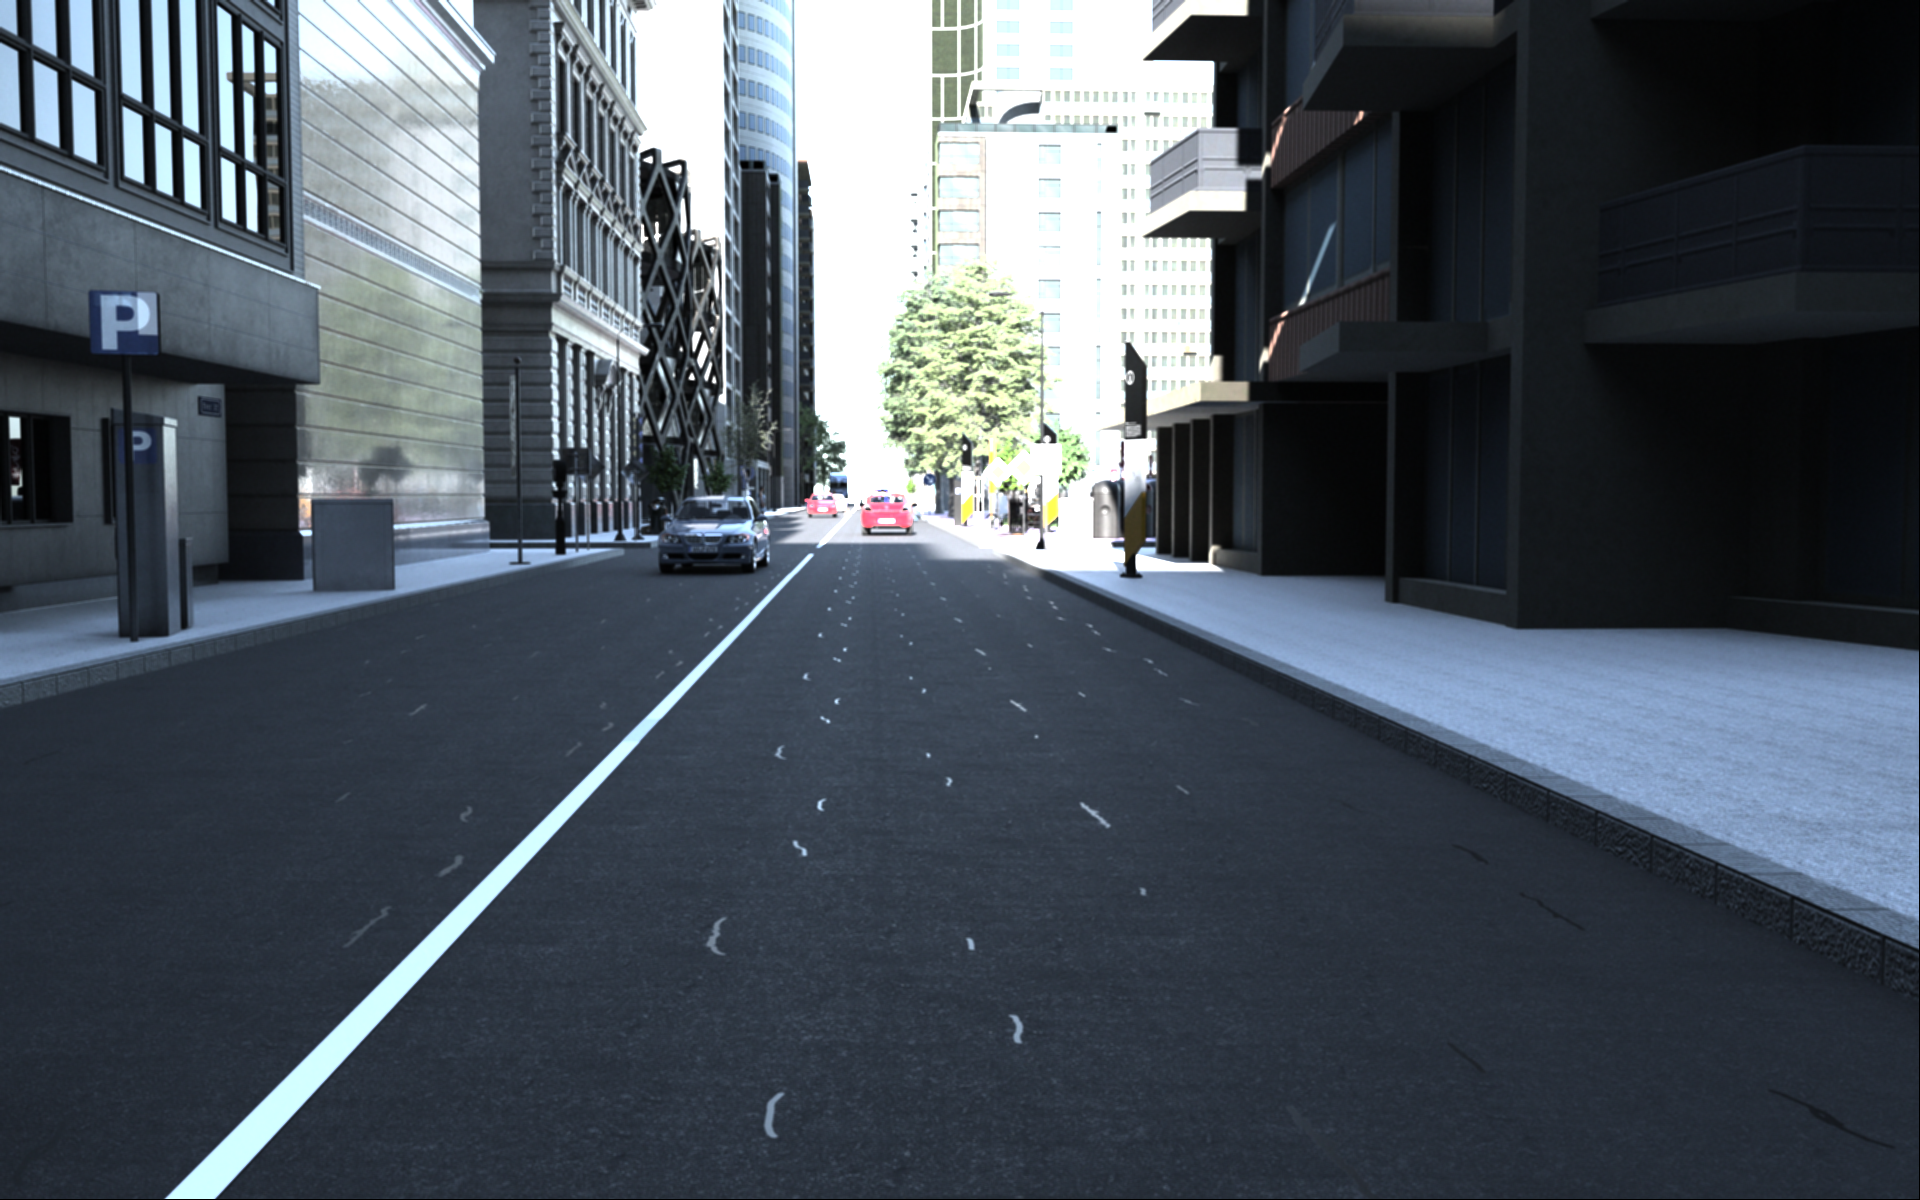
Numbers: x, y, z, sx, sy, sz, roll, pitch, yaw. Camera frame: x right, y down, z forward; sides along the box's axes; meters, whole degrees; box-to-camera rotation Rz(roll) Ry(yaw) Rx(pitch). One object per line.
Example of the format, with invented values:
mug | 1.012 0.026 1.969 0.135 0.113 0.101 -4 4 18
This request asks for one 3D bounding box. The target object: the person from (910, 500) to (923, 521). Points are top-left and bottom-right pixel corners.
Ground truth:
person | -2.457 -4.503 87.626 1.012 1.151 0.738 2 4 33

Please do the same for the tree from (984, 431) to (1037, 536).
tree | 1.396 -3.568 52.933 1.663 3.219 1.824 0 3 0

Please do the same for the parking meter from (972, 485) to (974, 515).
parking meter | 0.942 -6.148 106.225 0.255 1.863 0.399 2 4 30

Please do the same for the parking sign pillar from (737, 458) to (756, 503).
parking sign pillar | -14.639 -7.983 118.989 1.447 3.967 1.447 -3 5 -44

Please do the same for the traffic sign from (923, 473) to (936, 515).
traffic sign | -1.858 -6.450 105.560 0.768 2.556 0.104 0 4 0

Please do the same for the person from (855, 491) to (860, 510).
person | -9.415 -9.184 159.326 0.621 1.740 0.551 -3 5 -43

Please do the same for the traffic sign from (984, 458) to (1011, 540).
traffic sign | 1.052 -2.704 47.854 0.795 2.450 0.064 0 4 -3

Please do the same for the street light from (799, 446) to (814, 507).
street light | -14.938 -11.910 167.274 1.470 5.913 1.316 0 4 -3

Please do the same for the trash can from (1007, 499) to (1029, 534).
trash can | 1.846 -2.659 55.132 0.748 1.137 0.748 0 3 0

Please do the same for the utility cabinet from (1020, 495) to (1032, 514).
utility cabinet | 3.145 -4.067 77.655 1.020 1.237 0.306 3 5 43

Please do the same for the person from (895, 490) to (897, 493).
person | -4.594 -7.083 125.026 1.217 1.735 0.721 -1 4 -11

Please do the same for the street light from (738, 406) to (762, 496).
street light | -11.068 -7.244 90.985 1.470 5.913 1.316 0 4 -3

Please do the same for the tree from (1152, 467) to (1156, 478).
tree | 11.901 -6.606 102.616 1.663 3.219 1.824 0 3 0

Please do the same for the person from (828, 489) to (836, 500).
person | -10.223 -7.772 135.586 1.348 1.822 0.705 -3 4 -37

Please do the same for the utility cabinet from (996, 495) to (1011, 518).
utility cabinet | 2.226 -4.917 91.548 1.020 1.237 0.306 -3 4 -38

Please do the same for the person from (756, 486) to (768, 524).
person | -9.357 -4.446 81.285 0.778 1.811 0.616 -1 4 -12

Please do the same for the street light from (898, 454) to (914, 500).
street light | -4.714 -11.201 155.684 1.470 5.913 1.316 0 4 -3

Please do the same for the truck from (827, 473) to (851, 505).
truck | -15.840 -14.480 226.511 2.967 4.110 18.799 0 4 -4

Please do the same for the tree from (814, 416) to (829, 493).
tree | -21.974 -22.815 279.677 9.857 13.997 8.962 0 3 0

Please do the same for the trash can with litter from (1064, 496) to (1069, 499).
trash can with litter | 6.732 -5.688 104.380 1.055 1.170 0.624 -1 4 -16

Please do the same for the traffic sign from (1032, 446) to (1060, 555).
traffic sign | 1.792 -2.076 36.079 0.606 2.300 0.079 0 4 4

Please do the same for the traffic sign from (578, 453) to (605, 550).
traffic sign | -8.463 -2.186 39.383 0.795 2.450 0.064 0 4 -3

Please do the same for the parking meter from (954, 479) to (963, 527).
parking meter | -0.052 -3.831 68.354 0.399 1.863 0.255 0 4 1

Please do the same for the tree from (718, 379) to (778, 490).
tree | -13.788 -9.881 111.909 4.360 8.622 3.978 0 3 0

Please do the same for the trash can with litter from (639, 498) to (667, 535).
trash can with litter | -9.682 -2.627 54.334 1.055 1.170 0.624 3 4 39

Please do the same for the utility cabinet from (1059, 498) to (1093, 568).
utility cabinet | 2.043 -1.187 30.577 0.306 1.237 1.020 1 4 23

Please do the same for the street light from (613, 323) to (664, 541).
street light | -8.748 -4.565 47.182 1.470 5.913 1.316 0 4 -3

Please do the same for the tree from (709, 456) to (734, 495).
tree | -12.101 -5.676 87.408 1.663 3.219 1.824 0 3 0

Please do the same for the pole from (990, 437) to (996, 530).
pole | 1.168 -4.171 62.046 0.158 3.312 0.155 0 3 0

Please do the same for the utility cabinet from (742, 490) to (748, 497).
utility cabinet | -11.557 -5.156 92.986 0.318 1.500 1.173 0 4 -5

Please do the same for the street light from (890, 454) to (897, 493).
street light | -7.041 -13.849 198.969 1.470 5.913 1.316 0 4 -3

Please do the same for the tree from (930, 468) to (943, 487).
tree | -1.387 -10.787 126.727 4.737 8.622 4.395 0 3 0

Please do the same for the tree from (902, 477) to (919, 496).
tree | -4.900 -10.817 171.463 1.663 3.219 1.824 0 3 0

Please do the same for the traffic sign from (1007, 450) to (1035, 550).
traffic sign | 1.468 -2.216 39.879 0.795 2.450 0.064 0 4 -3

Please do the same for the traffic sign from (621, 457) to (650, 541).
traffic sign | -8.880 -2.674 47.358 0.795 2.450 0.064 0 4 -3

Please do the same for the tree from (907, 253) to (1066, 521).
tree | 1.289 -10.039 82.270 7.486 12.596 7.792 0 3 0

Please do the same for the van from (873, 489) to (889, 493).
van | -8.727 -11.523 192.776 2.240 2.365 5.245 0 4 -1

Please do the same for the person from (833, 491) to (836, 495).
person | -10.831 -8.587 149.719 1.217 1.723 0.721 1 4 21

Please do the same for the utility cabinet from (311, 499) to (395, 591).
utility cabinet | -8.092 -0.730 23.092 1.020 1.237 0.306 -1 4 -23

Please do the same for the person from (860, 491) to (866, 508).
person | -10.028 -10.157 175.348 1.217 1.735 0.721 2 4 33

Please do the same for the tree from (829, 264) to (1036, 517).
tree | -0.395 -11.521 95.017 9.857 13.997 8.962 0 3 0

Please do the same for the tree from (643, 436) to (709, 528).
tree | -9.726 -3.875 57.962 1.663 3.219 1.824 0 3 0

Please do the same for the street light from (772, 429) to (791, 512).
street light | -12.716 -9.241 123.637 1.470 5.913 1.316 0 4 -3

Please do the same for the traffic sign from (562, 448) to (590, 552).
traffic sign | -8.482 -2.212 38.304 0.606 2.300 0.079 0 4 -3

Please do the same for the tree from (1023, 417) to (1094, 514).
tree | 4.135 -5.538 74.258 4.285 4.588 4.351 0 3 0

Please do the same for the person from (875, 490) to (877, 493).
person | -6.363 -7.540 132.303 1.217 1.766 0.721 -1 4 -19

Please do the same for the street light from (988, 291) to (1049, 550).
street light | 1.345 -4.115 39.823 1.470 5.913 1.316 0 4 -3

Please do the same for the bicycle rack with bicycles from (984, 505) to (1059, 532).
bicycle rack with bicycles | 2.242 -2.733 58.069 2.925 0.926 2.852 -1 4 -13

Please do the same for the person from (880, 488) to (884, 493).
person | -5.808 -7.460 130.104 1.348 1.869 0.705 1 4 10

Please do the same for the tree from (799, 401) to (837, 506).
tree | -17.643 -16.319 192.578 9.928 11.665 9.643 0 3 0
